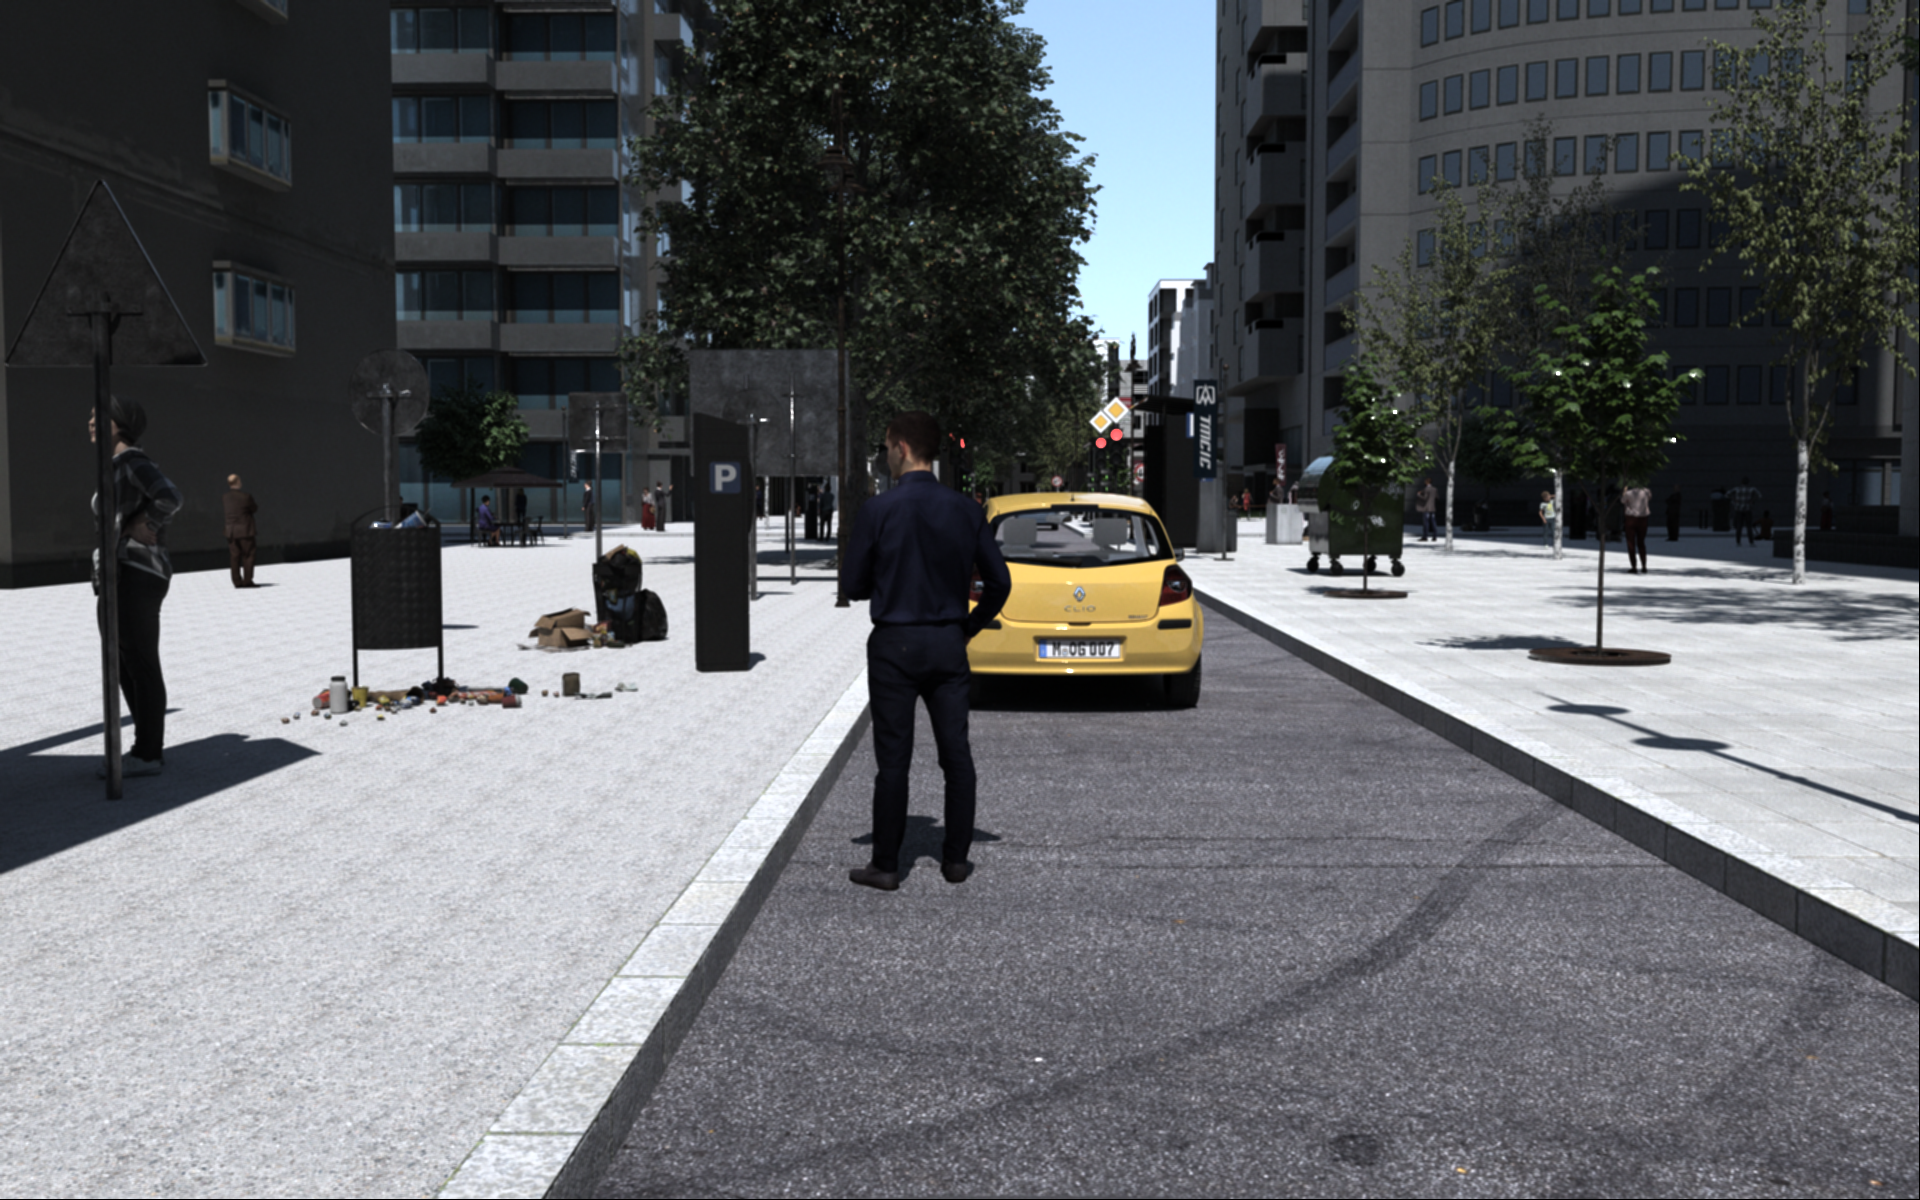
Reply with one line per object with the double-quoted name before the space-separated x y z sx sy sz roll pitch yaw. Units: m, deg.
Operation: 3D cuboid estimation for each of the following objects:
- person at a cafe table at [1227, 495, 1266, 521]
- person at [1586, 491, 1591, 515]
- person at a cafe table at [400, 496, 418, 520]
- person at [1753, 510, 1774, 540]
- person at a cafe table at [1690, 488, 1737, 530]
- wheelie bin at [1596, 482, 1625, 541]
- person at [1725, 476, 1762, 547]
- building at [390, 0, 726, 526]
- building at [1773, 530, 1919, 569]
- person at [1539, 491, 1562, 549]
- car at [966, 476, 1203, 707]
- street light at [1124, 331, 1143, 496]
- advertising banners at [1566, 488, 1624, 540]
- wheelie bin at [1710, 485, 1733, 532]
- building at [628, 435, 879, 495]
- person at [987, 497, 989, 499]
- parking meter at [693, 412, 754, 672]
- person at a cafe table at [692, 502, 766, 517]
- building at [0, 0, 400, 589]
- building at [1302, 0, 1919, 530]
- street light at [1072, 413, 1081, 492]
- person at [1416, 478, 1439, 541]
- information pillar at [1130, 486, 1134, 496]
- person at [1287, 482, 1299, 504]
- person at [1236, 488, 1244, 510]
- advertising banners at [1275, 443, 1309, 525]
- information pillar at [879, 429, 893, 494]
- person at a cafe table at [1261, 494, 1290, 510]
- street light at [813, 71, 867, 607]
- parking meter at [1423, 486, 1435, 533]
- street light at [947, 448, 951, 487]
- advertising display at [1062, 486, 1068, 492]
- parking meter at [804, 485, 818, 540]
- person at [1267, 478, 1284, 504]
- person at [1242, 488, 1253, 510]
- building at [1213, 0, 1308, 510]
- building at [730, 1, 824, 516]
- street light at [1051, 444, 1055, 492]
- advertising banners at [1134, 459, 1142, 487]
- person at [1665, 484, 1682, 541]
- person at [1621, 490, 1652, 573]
"person at a cafe table" 13.622 -4.447 83.573 1.726 1.238 1.698 3 5 41
"person" 17.921 -2.496 50.092 0.776 1.435 0.726 -2 4 -24
"person at a cafe table" -13.015 -1.745 39.397 1.698 1.238 1.726 1 4 18
"person" 22.366 -2.073 48.226 0.859 0.850 0.655 1 4 10
"person at a cafe table" 27.812 -3.351 63.296 1.698 1.524 1.622 0 4 8
"wheelie bin" 17.737 -2.401 47.159 0.693 1.594 0.980 2 4 29
"person" 19.237 -2.184 42.482 0.841 1.734 0.376 3 5 41
"building" -23.022 -28.349 83.114 23.786 49.044 30.456 0 4 1
"building" 25.865 -29.369 22.186 21.231 58.520 28.212 0 4 1
"person" 13.776 -1.862 40.397 0.435 1.345 0.340 -1 4 -14
"car" 0.762 -0.175 13.084 2.015 1.641 3.980 0 4 0
"street light" 4.908 -4.680 49.308 0.468 5.910 1.993 0 4 1
"advertising banners" 18.114 -3.208 48.633 2.074 3.025 0.090 0 4 4
"wheelie bin" 26.043 -3.139 59.235 0.693 1.594 0.980 2 4 27
"building" -21.994 -15.431 194.441 28.070 9.664 9.099 0 4 1
"person" 2.444 -10.198 176.040 1.065 1.426 0.557 2 4 24
"parking meter" -1.714 -0.419 12.566 0.399 1.863 0.255 -1 4 -20
"person at a cafe table" -6.231 -2.261 45.488 1.622 1.524 1.698 -3 4 -39
"building" -23.122 -24.631 26.426 21.600 48.544 21.300 0 4 1
"building" 30.922 -32.649 75.802 28.212 58.520 21.231 0 4 1
"street light" 5.956 -7.078 88.515 0.468 5.910 1.993 0 4 1
"person" 12.705 -2.462 47.112 0.655 1.722 0.431 -2 4 -30
"information pillar" 9.017 -5.242 90.191 0.304 2.012 0.304 1 4 9
"person" 12.407 -3.507 64.050 0.551 1.740 0.621 -1 4 -21
"person" 22.779 -8.193 140.004 1.348 1.822 0.705 2 4 29
"advertising banners" 11.497 -3.841 58.990 0.090 3.025 2.074 -3 4 -37
"information pillar" -2.142 -3.603 50.268 0.504 3.616 0.183 3 4 36
"person at a cafe table" 17.964 -5.510 98.597 1.622 1.524 1.698 1 4 11
"street light" -1.337 -2.859 19.532 0.468 5.910 1.993 0 4 1
"parking meter" 15.641 -3.016 57.723 0.372 1.533 0.369 0 3 0
"street light" -0.371 -5.227 58.248 0.468 5.910 1.993 0 4 1
"advertising display" 7.943 -7.678 130.742 0.123 1.923 0.974 2 4 29
"parking meter" -4.211 -2.482 48.999 0.372 1.533 0.369 0 3 0
"person" 8.718 -2.506 47.842 0.431 1.722 0.655 2 4 27
"person" 16.158 -5.485 97.434 0.593 1.614 0.444 2 4 24
"building" 32.268 -32.297 117.293 28.713 52.752 27.495 0 4 1
"building" -20.303 -28.022 112.790 22.147 44.769 28.867 0 4 1
"street light" 7.059 -9.692 131.244 0.468 5.910 1.993 0 4 1
"advertising banners" 8.181 -5.593 87.626 2.074 3.025 0.090 0 4 1
"person" 19.451 -2.379 47.210 0.388 1.546 0.482 0 4 0
"person" 10.960 -1.262 28.129 0.517 1.644 0.566 3 5 43
